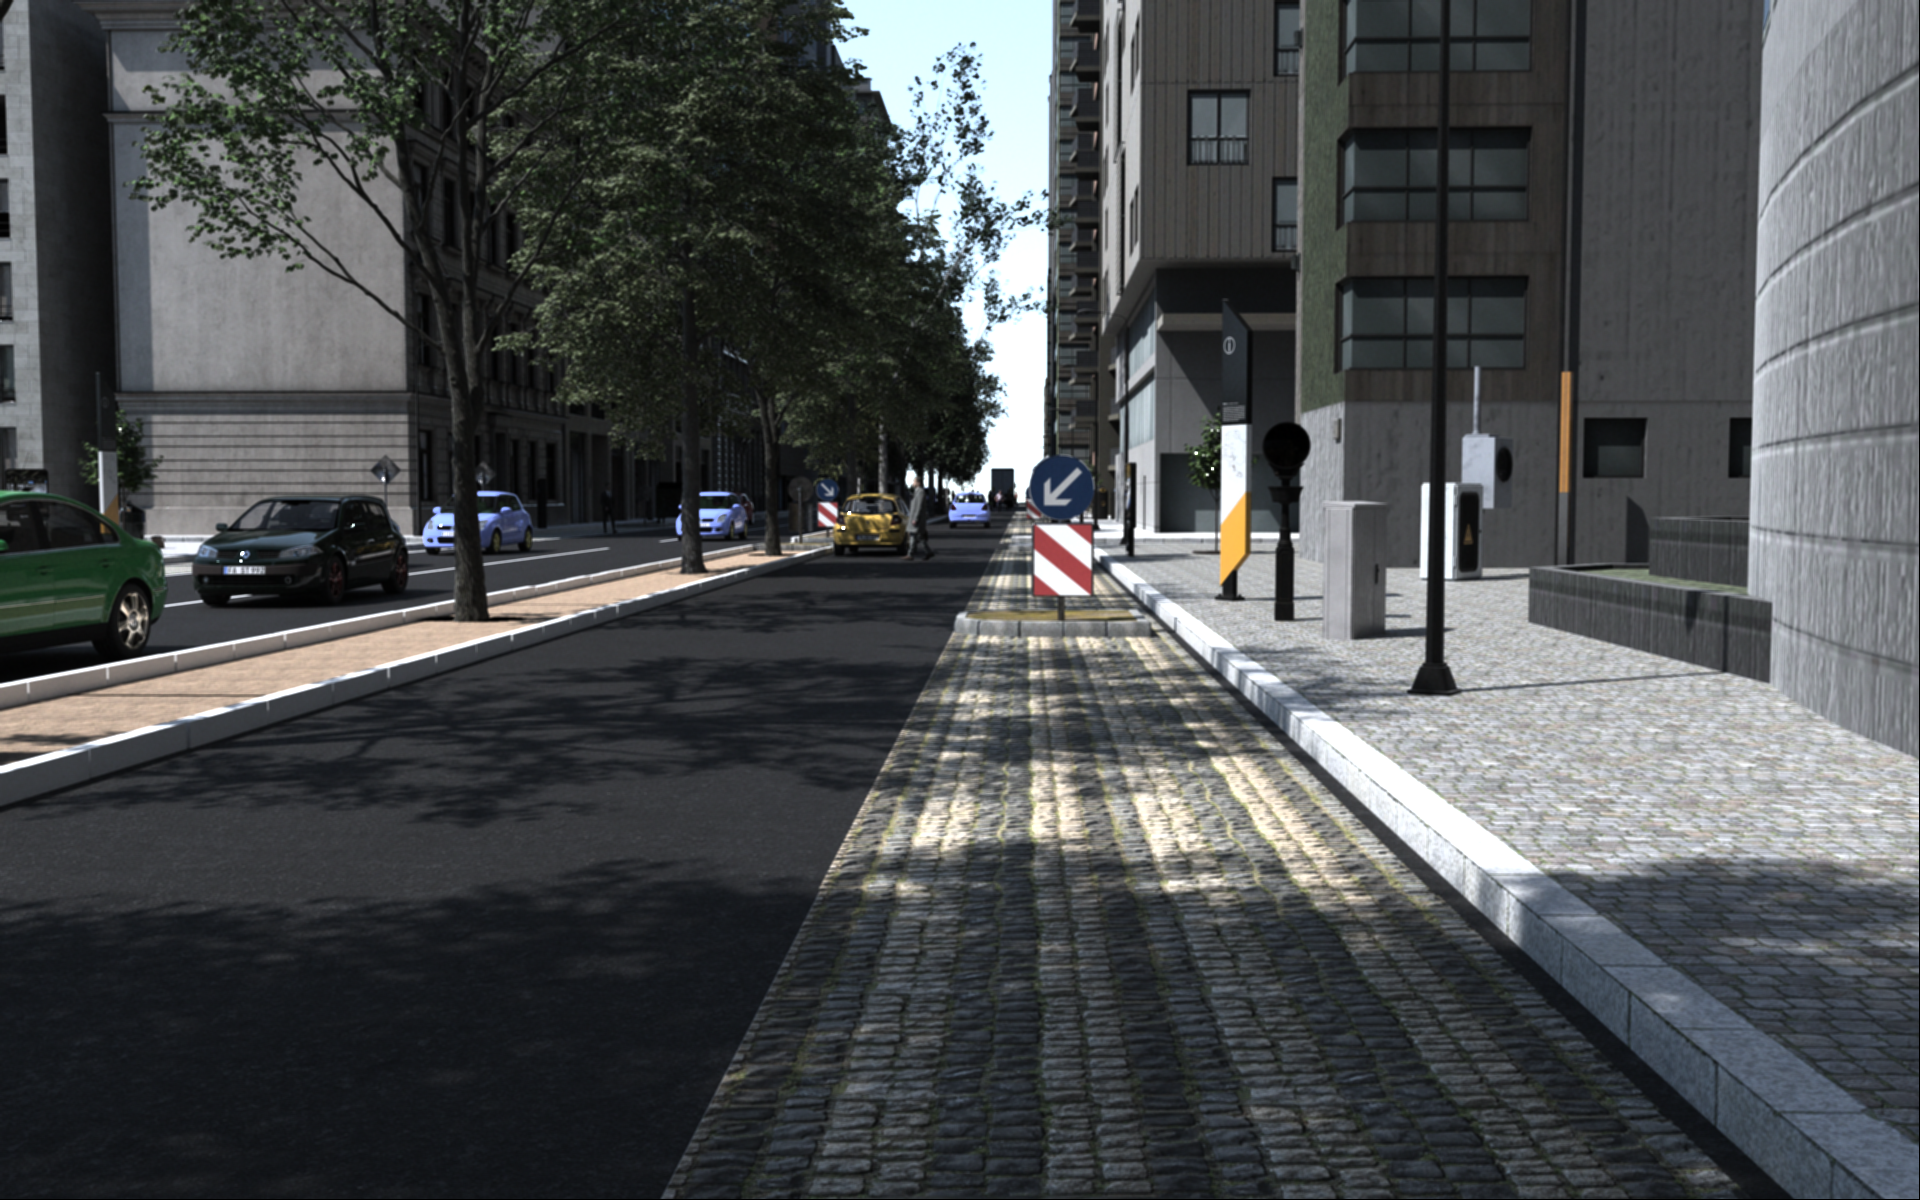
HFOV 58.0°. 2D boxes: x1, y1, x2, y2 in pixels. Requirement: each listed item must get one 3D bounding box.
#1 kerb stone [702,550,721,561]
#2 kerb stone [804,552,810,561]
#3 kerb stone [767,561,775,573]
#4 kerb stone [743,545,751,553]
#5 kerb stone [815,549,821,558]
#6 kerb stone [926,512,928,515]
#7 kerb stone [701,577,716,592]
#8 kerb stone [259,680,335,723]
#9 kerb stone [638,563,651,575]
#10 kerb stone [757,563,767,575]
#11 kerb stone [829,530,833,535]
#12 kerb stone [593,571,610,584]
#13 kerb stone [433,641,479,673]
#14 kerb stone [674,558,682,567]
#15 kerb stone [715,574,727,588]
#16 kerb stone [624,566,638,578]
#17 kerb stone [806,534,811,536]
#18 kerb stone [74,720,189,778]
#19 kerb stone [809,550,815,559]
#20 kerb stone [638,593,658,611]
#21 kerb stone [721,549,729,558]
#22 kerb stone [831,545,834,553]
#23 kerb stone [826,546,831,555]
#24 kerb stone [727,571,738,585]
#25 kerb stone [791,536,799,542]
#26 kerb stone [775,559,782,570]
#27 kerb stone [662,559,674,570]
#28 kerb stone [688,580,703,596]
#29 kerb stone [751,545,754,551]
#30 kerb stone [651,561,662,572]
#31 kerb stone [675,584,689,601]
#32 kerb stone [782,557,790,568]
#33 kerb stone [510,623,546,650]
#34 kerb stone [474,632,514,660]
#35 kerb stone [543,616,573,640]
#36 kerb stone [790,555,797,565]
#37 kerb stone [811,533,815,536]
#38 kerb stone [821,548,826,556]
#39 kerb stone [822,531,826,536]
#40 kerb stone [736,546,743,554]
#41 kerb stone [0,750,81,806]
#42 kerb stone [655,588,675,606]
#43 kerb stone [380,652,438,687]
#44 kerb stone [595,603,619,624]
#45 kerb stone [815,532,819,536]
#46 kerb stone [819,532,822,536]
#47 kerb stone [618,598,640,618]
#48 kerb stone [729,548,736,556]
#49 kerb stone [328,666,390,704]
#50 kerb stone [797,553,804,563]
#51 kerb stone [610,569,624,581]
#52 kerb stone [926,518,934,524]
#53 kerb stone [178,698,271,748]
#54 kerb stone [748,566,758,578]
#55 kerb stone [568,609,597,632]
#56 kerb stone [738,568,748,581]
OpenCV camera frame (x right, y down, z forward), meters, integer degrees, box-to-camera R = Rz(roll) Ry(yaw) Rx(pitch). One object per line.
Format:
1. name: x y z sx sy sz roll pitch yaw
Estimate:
1. kerb stone: -5.446 -0.961 37.956 0.120 0.150 1.000 0 4 2
2. kerb stone: -3.379 -0.897 36.861 0.120 0.150 1.000 0 4 2
3. kerb stone: -3.570 -0.584 31.747 0.120 0.150 1.000 0 4 2
4. kerb stone: -5.283 -1.215 42.059 0.120 0.150 1.000 0 4 2
5. kerb stone: -3.302 -1.022 38.906 0.120 0.150 1.000 0 4 2
6. kerb stone: -2.183 -6.259 124.558 0.120 0.150 1.000 0 4 2
7. kerb stone: -3.800 -0.209 25.617 0.120 0.150 1.000 0 4 2
8. kerb stone: -4.344 0.668 11.276 0.120 0.150 1.000 0 4 2
9. kerb stone: -5.709 -0.523 30.773 0.120 0.150 1.000 0 4 2
10. kerb stone: -3.602 -0.522 30.726 0.120 0.150 1.000 0 4 2
11. kerb stone: -4.607 -2.312 59.996 0.120 0.150 1.000 0 4 2
12. kerb stone: -5.823 -0.329 27.695 0.120 0.150 1.000 0 4 2
13. kerb stone: -4.223 0.480 14.345 0.120 0.150 1.000 0 4 2
14. kerb stone: -5.593 -0.713 33.853 0.120 0.150 1.000 0 4 2
15. kerb stone: -3.768 -0.272 26.639 0.120 0.150 1.000 0 4 2
16. kerb stone: -5.747 -0.460 29.752 0.120 0.150 1.000 0 4 2
17. kerb stone: -4.840 -1.937 53.865 0.120 0.150 1.000 0 4 2
18. kerb stone: -4.423 0.793 9.230 0.120 0.150 1.000 0 4 2
19. kerb stone: -3.345 -0.956 37.883 0.120 0.150 1.000 0 4 2
20. kerb stone: -3.952 0.046 21.520 0.120 0.150 1.000 0 4 2
21. kerb stone: -5.400 -1.026 38.977 0.120 0.150 1.000 0 4 2
22. kerb stone: -3.184 -1.200 41.981 0.120 0.150 1.000 0 4 2
23. kerb stone: -3.226 -1.142 40.950 0.120 0.150 1.000 0 4 2
24. kerb stone: -3.728 -0.330 27.661 0.120 0.150 1.000 0 4 2
25. kerb stone: -4.930 -1.811 51.806 0.120 0.150 1.000 0 4 2
26. kerb stone: -3.540 -0.642 32.770 0.120 0.150 1.000 0 4 2
27. kerb stone: -5.631 -0.650 32.826 0.120 0.150 1.000 0 4 2
28. kerb stone: -3.842 -0.146 24.596 0.120 0.150 1.000 0 4 2
29. kerb stone: -5.246 -1.278 43.089 0.120 0.150 1.000 0 4 2
30. kerb stone: -5.676 -0.587 31.800 0.120 0.150 1.000 0 4 2
31. kerb stone: -3.879 -0.077 23.574 0.120 0.150 1.000 0 4 2
32. kerb stone: -3.488 -0.705 33.796 0.120 0.150 1.000 0 4 2
33. kerb stone: -4.143 0.358 16.392 0.120 0.150 1.000 0 4 2
34. kerb stone: -4.191 0.417 15.371 0.120 0.150 1.000 0 4 2
35. kerb stone: -4.108 0.295 17.414 0.120 0.150 1.000 0 4 2
36. kerb stone: -3.459 -0.768 34.818 0.120 0.150 1.000 0 4 2
37. kerb stone: -4.808 -1.999 54.887 0.120 0.150 1.000 0 4 2
38. kerb stone: -3.265 -1.085 39.928 0.120 0.150 1.000 0 4 2
39. kerb stone: -4.688 -2.187 57.950 0.120 0.150 1.000 0 4 2
40. kerb stone: -5.331 -1.152 41.028 0.120 0.150 1.000 0 4 2
41. kerb stone: -4.455 0.856 8.207 0.120 0.150 1.000 0 4 2
42. kerb stone: -3.910 -0.021 22.547 0.120 0.150 1.000 0 4 2
43. kerb stone: -4.262 0.543 13.324 0.120 0.150 1.000 0 4 2
44. kerb stone: -4.033 0.167 19.461 0.120 0.150 1.000 0 4 2
45. kerb stone: -4.766 -2.058 55.908 0.120 0.150 1.000 0 4 2
46. kerb stone: -4.727 -2.124 56.929 0.120 0.150 1.000 0 4 2
47. kerb stone: -3.989 0.104 20.491 0.120 0.150 1.000 0 4 2
48. kerb stone: -5.370 -1.089 39.999 0.120 0.150 1.000 0 4 2
49. kerb stone: -4.307 0.608 12.298 0.120 0.150 1.000 0 4 2
50. kerb stone: -3.414 -0.834 35.839 0.120 0.150 1.000 0 4 2
51. kerb stone: -5.789 -0.398 28.716 0.120 0.150 1.000 0 4 2
52. kerb stone: -1.512 -3.937 86.573 0.120 0.150 1.000 0 4 2
53. kerb stone: -4.376 0.730 10.254 0.120 0.150 1.000 0 4 2
54. kerb stone: -3.645 -0.457 29.704 0.120 0.150 1.000 0 4 2
55. kerb stone: -4.072 0.230 18.436 0.120 0.150 1.000 0 4 2
56. kerb stone: -3.686 -0.397 28.682 0.120 0.150 1.000 0 4 2
